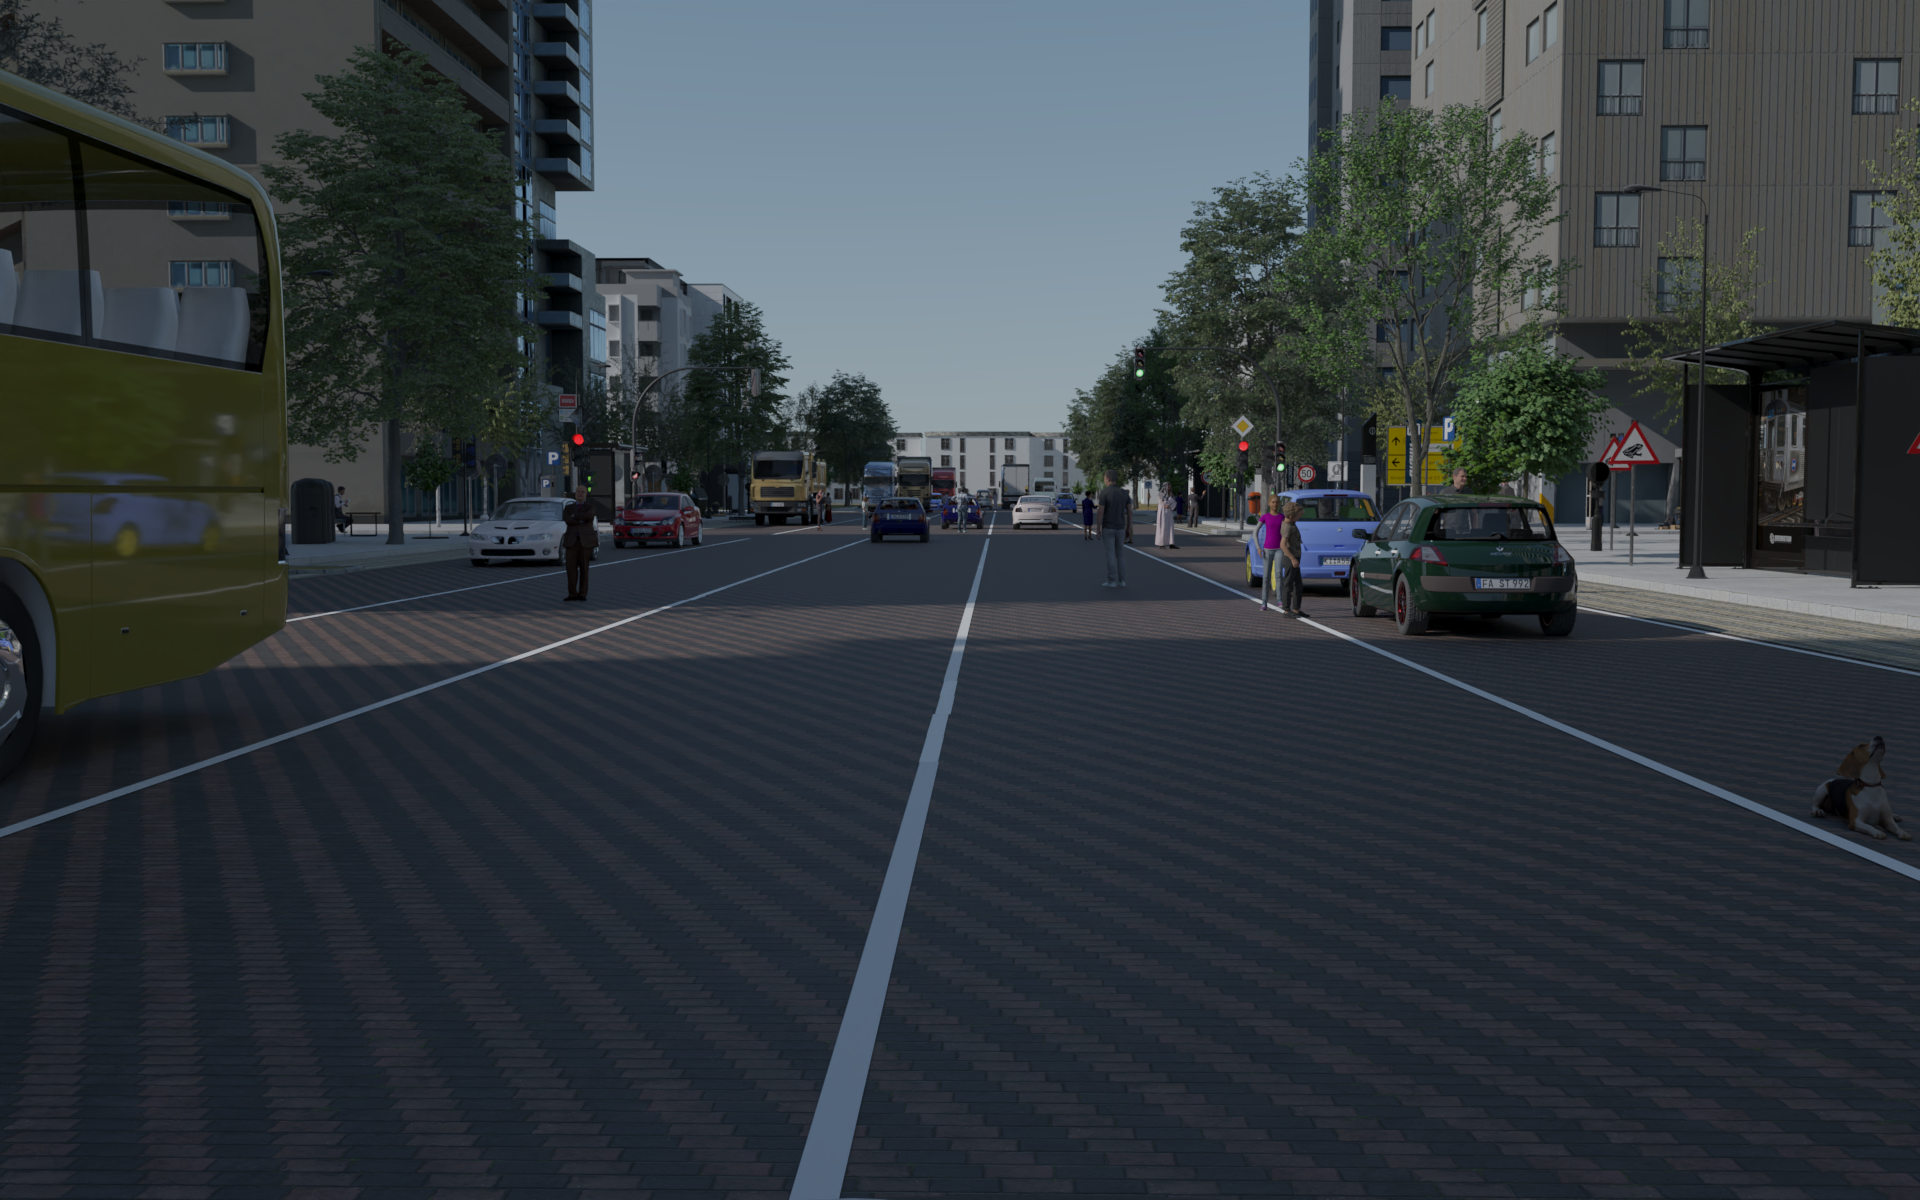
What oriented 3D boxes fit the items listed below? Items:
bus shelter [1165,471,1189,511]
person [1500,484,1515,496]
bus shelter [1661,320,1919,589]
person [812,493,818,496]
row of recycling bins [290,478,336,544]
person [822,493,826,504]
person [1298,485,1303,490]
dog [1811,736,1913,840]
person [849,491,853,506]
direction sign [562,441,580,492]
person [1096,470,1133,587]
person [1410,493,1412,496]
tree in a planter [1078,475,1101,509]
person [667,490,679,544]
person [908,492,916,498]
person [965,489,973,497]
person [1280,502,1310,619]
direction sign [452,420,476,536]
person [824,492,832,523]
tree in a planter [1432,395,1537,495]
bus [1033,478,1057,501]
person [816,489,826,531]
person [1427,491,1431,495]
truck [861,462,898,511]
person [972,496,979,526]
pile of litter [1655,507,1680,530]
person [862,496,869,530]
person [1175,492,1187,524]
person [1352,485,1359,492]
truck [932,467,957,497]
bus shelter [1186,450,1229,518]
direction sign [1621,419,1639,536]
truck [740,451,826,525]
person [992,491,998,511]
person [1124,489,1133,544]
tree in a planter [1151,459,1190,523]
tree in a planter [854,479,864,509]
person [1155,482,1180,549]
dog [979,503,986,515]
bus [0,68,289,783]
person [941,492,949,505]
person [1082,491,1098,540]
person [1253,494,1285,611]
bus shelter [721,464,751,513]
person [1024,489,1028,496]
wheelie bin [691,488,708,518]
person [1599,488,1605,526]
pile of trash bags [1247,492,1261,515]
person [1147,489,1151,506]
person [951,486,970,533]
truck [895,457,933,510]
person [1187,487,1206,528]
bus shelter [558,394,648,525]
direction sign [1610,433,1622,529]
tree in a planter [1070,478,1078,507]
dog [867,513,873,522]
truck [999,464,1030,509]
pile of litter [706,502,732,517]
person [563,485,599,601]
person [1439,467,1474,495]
[{"bbox_3d":[16.014,-8.274,129.206,2.014,3.302,5.546,0,4,1],"label":"bus shelter"},{"bbox_3d":[14.001,-2.329,44.677,0.990,1.755,0.434,-2,4,-28],"label":"person"},{"bbox_3d":[12.719,-2.153,26.477,1.731,3.624,6.357,0,4,1],"label":"bus shelter"},{"bbox_3d":[-13.596,-9.556,162.296,1.348,1.822,0.705,1,4,13],"label":"person"},{"bbox_3d":[-17.101,-2.371,45.872,1.069,1.692,3.534,-1,4,-16],"label":"row of recycling bins"},{"bbox_3d":[-16.776,-12.587,212.566,0.721,1.735,1.217,1,4,22],"label":"person"},{"bbox_3d":[18.808,-5.495,96.037,0.789,1.805,0.875,2,4,33],"label":"person"},{"bbox_3d":[3.979,0.774,7.540,0.748,0.427,0.550,-3,5,-40],"label":"dog"},{"bbox_3d":[-11.593,-10.748,183.244,0.415,1.643,0.593,2,4,23],"label":"person"},{"bbox_3d":[-16.693,-5.043,74.456,0.876,3.537,0.379,1,4,15],"label":"direction sign"},{"bbox_3d":[2.377,-1.113,26.832,0.598,1.807,0.434,-1,4,-13],"label":"person"},{"bbox_3d":[17.376,-3.604,65.695,0.376,1.734,0.841,0,4,-5],"label":"person"},{"bbox_3d":[12.409,-10.169,163.492,1.991,3.239,1.994,0,4,1],"label":"tree in a planter"},{"bbox_3d":[-8.289,-2.399,49.937,0.471,1.553,0.569,-2,4,-34],"label":"person"},{"bbox_3d":[-2.458,-4.721,87.898,0.429,1.552,0.499,-3,5,-39],"label":"person"},{"bbox_3d":[0.350,-5.364,96.928,0.841,1.734,0.376,0,3,0],"label":"person"},{"bbox_3d":[3.870,-0.462,19.971,0.340,1.345,0.435,1,4,12],"label":"person"},{"bbox_3d":[-15.061,-3.708,52.631,0.876,3.537,0.379,2,4,24],"label":"direction sign"},{"bbox_3d":[-6.575,-4.620,86.509,0.387,1.526,0.523,-2,4,-33],"label":"person"},{"bbox_3d":[9.364,-2.081,31.249,1.991,3.239,1.994,0,4,1],"label":"tree in a planter"},{"bbox_3d":[10.006,-12.830,204.628,2.948,3.499,13.247,0,4,3],"label":"bus"},{"bbox_3d":[-5.402,-3.516,67.463,0.415,1.643,0.593,-2,4,-29],"label":"person"},{"bbox_3d":[22.654,-4.532,83.374,0.421,1.427,0.697,-2,4,-24],"label":"person"},{"bbox_3d":[-6.326,-9.875,151.215,2.967,4.110,18.799,0,4,3],"label":"truck"},{"bbox_3d":[0.687,-4.016,78.069,0.435,1.345,0.340,3,5,41],"label":"person"},{"bbox_3d":[25.971,-2.959,62.347,1.719,0.858,1.176,3,4,38],"label":"pile of litter"},{"bbox_3d":[-3.780,-3.500,69.626,0.340,1.345,0.435,-1,4,-19],"label":"person"},{"bbox_3d":[10.639,-4.441,83.477,0.453,1.535,0.546,2,4,26],"label":"person"},{"bbox_3d":[20.575,-5.104,90.165,0.621,1.740,0.551,3,5,40],"label":"person"},{"bbox_3d":[-1.684,-11.891,183.323,2.839,4.237,11.283,0,4,0],"label":"truck"},{"bbox_3d":[13.562,-6.326,94.707,1.731,3.624,6.357,0,4,1],"label":"bus shelter"},{"bbox_3d":[20.537,-3.720,52.817,0.379,3.537,0.876,2,4,34],"label":"direction sign"},{"bbox_3d":[-8.029,-5.212,81.133,3.469,3.379,9.791,0,4,2],"label":"truck"},{"bbox_3d":[3.045,-8.615,150.029,0.551,1.740,0.621,2,4,29],"label":"person"},{"bbox_3d":[4.813,-2.418,50.090,0.516,1.574,0.319,-3,5,-42],"label":"person"},{"bbox_3d":[10.657,-5.501,87.165,1.991,3.239,1.994,0,4,1],"label":"tree in a planter"},{"bbox_3d":[-9.000,-10.253,164.859,1.991,3.239,1.994,0,4,1],"label":"tree in a planter"},{"bbox_3d":[5.383,-2.197,45.088,0.621,1.740,0.551,2,4,28],"label":"person"},{"bbox_3d":[1.516,-6.267,119.308,0.513,0.831,0.800,0,4,3],"label":"dog"},{"bbox_3d":[-5.993,-0.852,5.482,2.896,3.916,12.252,0,4,3],"label":"bus"},{"bbox_3d":[-0.675,-4.521,84.637,0.614,1.554,0.590,3,5,45],"label":"person"},{"bbox_3d":[4.032,-2.631,53.893,0.453,1.535,0.546,1,4,17],"label":"person"},{"bbox_3d":[3.860,-0.576,21.159,0.726,1.435,0.776,0,4,4],"label":"person"},{"bbox_3d":[-14.949,-7.655,119.075,2.014,3.302,5.546,0,4,1],"label":"bus shelter"},{"bbox_3d":[5.616,-8.397,145.428,0.705,1.869,1.348,-1,4,-18],"label":"person"},{"bbox_3d":[-14.071,-5.218,93.226,0.980,1.594,0.693,-3,5,-44],"label":"wheelie bin"},{"bbox_3d":[25.358,-3.814,68.934,0.617,1.759,0.750,0,4,0],"label":"person"},{"bbox_3d":[13.714,-3.833,72.430,3.447,1.369,1.912,0,4,-6],"label":"pile of trash bags"},{"bbox_3d":[20.316,-11.013,186.207,0.705,1.812,1.348,0,4,-4],"label":"person"},{"bbox_3d":[0.081,-3.390,64.647,0.376,1.734,0.841,-3,5,-41],"label":"person"},{"bbox_3d":[-3.410,-8.719,131.470,2.839,4.237,11.283,0,4,0],"label":"truck"},{"bbox_3d":[10.033,-3.928,73.532,0.742,1.727,0.445,-1,4,-9],"label":"person"},{"bbox_3d":[-14.922,-5.775,72.053,2.179,5.291,8.768,0,4,1],"label":"bus shelter"},{"bbox_3d":[24.423,-4.433,64.479,0.379,3.537,0.876,-1,4,-11],"label":"direction sign"},{"bbox_3d":[13.060,-11.889,191.614,1.991,3.239,1.994,0,4,1],"label":"tree in a planter"},{"bbox_3d":[-4.670,-4.256,88.880,0.406,0.507,0.540,0,4,4],"label":"dog"},{"bbox_3d":[5.230,-10.852,166.350,2.839,4.237,11.283,0,4,0],"label":"truck"},{"bbox_3d":[-13.763,-5.154,98.235,1.719,0.858,1.176,-1,4,-9],"label":"pile of litter"},{"bbox_3d":[-5.090,-0.763,23.250,0.482,1.546,0.388,0,4,-1],"label":"person"},{"bbox_3d":[7.013,-0.971,24.511,0.598,1.807,0.434,1,4,9],"label":"person"}]
